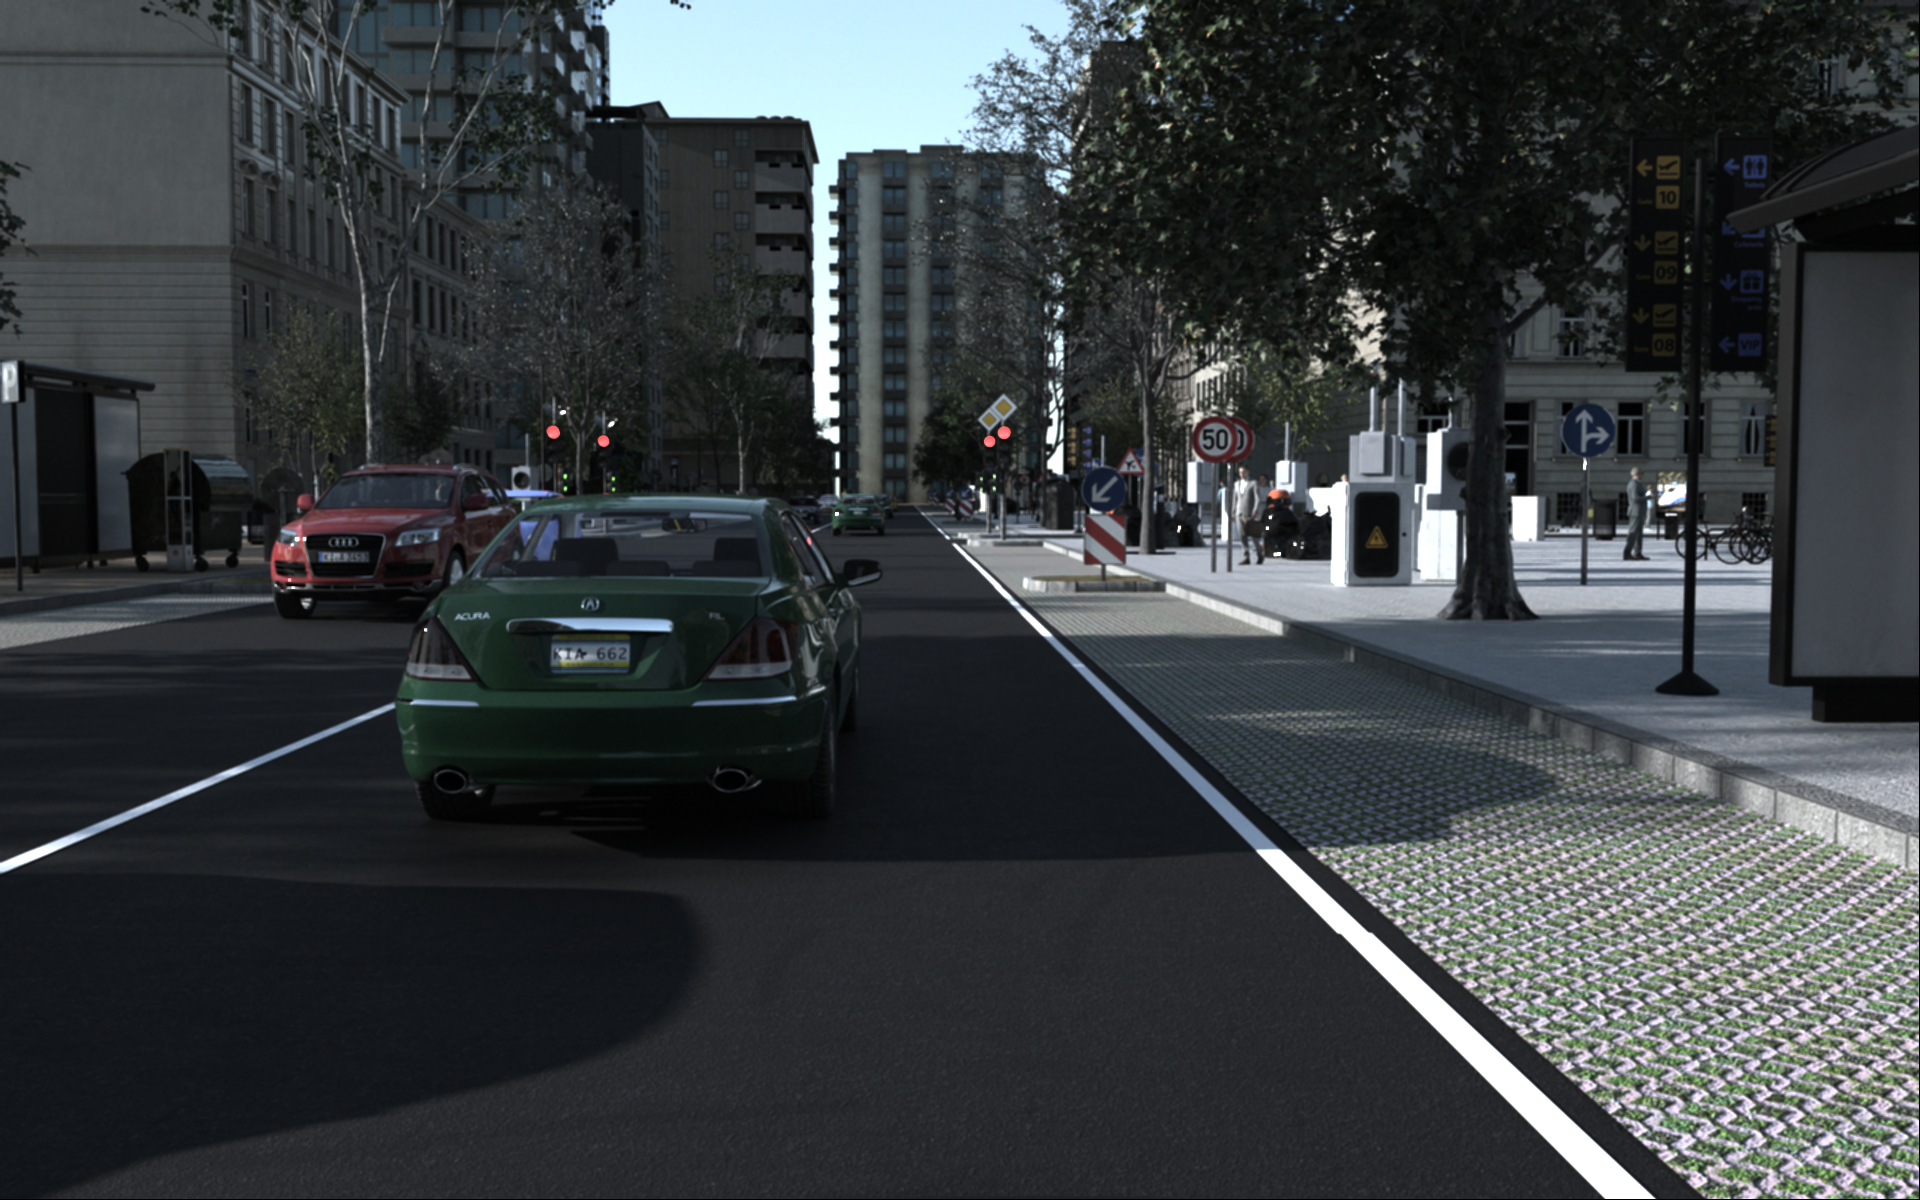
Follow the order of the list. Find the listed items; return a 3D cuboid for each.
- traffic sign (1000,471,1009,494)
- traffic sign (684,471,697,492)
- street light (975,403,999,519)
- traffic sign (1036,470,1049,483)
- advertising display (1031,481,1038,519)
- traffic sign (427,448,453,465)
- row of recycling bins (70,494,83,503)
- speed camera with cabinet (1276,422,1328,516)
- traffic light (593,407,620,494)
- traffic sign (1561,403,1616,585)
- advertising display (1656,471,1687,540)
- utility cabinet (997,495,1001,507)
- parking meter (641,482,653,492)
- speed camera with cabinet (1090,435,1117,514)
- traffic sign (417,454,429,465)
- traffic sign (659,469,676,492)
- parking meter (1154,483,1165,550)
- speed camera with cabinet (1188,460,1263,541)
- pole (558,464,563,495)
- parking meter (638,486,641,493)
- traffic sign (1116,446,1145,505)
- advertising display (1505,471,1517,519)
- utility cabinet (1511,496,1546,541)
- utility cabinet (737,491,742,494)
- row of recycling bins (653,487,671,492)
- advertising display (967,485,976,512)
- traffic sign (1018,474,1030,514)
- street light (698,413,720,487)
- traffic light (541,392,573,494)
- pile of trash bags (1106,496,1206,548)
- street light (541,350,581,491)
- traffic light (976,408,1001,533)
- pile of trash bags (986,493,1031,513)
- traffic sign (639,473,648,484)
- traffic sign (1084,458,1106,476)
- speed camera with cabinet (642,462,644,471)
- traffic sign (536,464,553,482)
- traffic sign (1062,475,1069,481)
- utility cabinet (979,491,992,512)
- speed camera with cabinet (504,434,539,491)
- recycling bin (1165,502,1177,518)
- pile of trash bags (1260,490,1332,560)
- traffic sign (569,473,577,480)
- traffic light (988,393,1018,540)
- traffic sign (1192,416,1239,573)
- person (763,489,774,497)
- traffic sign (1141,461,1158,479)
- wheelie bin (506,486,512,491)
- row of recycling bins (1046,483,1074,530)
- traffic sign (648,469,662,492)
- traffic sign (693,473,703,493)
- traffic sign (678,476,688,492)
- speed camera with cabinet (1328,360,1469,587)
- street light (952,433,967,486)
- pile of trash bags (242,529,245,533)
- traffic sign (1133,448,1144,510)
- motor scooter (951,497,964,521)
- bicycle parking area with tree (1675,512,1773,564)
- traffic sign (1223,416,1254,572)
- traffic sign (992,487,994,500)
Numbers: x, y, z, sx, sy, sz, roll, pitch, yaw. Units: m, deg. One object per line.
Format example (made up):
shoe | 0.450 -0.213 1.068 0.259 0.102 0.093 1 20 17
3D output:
traffic sign | 2.286 -5.769 94.431 0.768 2.556 0.104 0 4 5
traffic sign | -15.004 -5.893 96.458 0.768 2.556 0.104 0 4 0
street light | 1.312 -7.095 88.552 1.470 5.913 1.316 0 4 -2
traffic sign | 4.137 -5.130 83.872 0.884 2.594 0.081 0 4 5
advertising display | 4.086 -5.076 88.208 0.974 1.923 0.123 -1 4 -21
traffic sign | -14.526 -2.952 48.379 0.768 2.556 0.104 0 4 7
row of recycling bins | -20.655 -2.239 43.719 3.534 1.692 1.069 0 4 -1
speed camera with cabinet | 9.572 -3.231 47.162 0.660 3.252 2.038 -3 5 -39
traffic light | -11.421 -4.096 55.898 0.839 4.253 0.868 0 4 -2
traffic sign | 8.830 -1.488 24.437 0.768 2.556 0.104 0 4 -1
advertising display | 19.840 -2.631 48.236 0.123 1.923 0.974 -2 4 -32
utility cabinet | 2.518 -6.246 113.289 0.306 1.237 1.020 0 4 5
parking meter | -15.248 -4.836 84.781 0.399 1.863 0.255 2 4 27
speed camera with cabinet | 4.830 -3.883 57.826 0.660 3.252 2.038 1 4 16
traffic sign | -16.837 -3.347 54.834 0.768 2.556 0.104 0 4 7
traffic sign | -15.223 -5.507 90.047 0.884 2.594 0.081 0 4 7
parking meter | 4.548 -1.937 40.078 0.372 1.533 0.369 0 3 0
speed camera with cabinet | 7.227 -3.229 47.130 2.038 3.252 0.660 -1 4 -19
pole | -13.349 -3.910 57.773 0.158 3.312 0.155 0 3 0
parking meter | -16.160 -5.034 88.018 0.399 1.863 0.255 -3 4 -36
traffic sign | 4.621 -2.882 47.119 0.884 2.594 0.081 0 4 2
advertising display | 15.307 -2.687 49.154 0.974 1.923 0.123 -1 4 -10
utility cabinet | 15.619 -2.229 47.609 0.306 1.237 1.020 -2 4 -25
utility cabinet | -15.844 -7.078 124.400 0.318 1.500 1.173 -1 4 -10
row of recycling bins | -17.268 -5.479 96.695 1.069 1.692 3.534 1 4 20
advertising display | 0.828 -7.466 127.280 0.123 1.923 0.974 -3 5 -40
traffic sign | 4.090 -6.714 109.886 0.768 2.556 0.104 0 4 4
street light | -14.376 -7.737 99.034 1.470 5.913 1.316 0 4 -2
traffic light | -11.157 -3.608 47.918 0.839 4.253 0.868 0 4 -2
pile of trash bags | 4.570 -2.034 43.013 1.912 1.369 3.447 -2 4 -28
street light | -12.948 -5.109 56.075 1.470 5.913 1.316 0 4 -2
traffic light | 0.933 -4.122 56.321 0.839 4.253 0.868 0 4 -2
pile of trash bags | 3.487 -6.461 115.394 3.447 1.369 1.912 -1 4 -10
traffic sign | -18.957 -6.309 103.257 0.768 2.556 0.104 0 4 4
traffic sign | 4.779 -3.746 61.351 0.768 2.556 0.104 0 4 5
speed camera with cabinet | -19.693 -6.849 106.312 0.660 3.252 2.038 -1 4 -16
traffic sign | -17.389 -4.419 72.351 0.768 2.556 0.104 0 4 7
traffic sign | 5.332 -5.359 89.756 0.606 2.300 0.079 0 4 1
utility cabinet | 1.800 -6.858 120.800 0.318 1.500 1.173 -2 4 -35
speed camera with cabinet | -14.848 -3.816 56.735 2.038 3.252 0.660 1 4 16
recycling bin | 6.781 -2.734 57.256 0.722 1.027 0.722 1 4 14
pile of trash bags | 6.986 -1.554 35.161 1.912 1.369 3.447 -1 4 -12
traffic sign | -18.670 -5.018 84.167 0.606 2.300 0.079 0 4 3
traffic light | 1.197 -3.634 48.341 0.839 4.253 0.868 0 4 -2
traffic sign | 4.152 -1.723 28.273 0.768 2.556 0.104 0 4 1
person | -19.681 -10.493 177.619 1.348 1.823 0.705 -3 4 -38
traffic sign | 6.566 -3.716 60.858 0.768 2.556 0.104 0 4 1
wheelie bin | -17.899 -3.716 68.669 0.693 1.594 0.980 -1 4 -8
row of recycling bins | 3.607 -3.433 63.241 1.069 1.692 3.534 0 4 1
traffic sign | -15.474 -5.369 87.888 0.768 2.556 0.104 0 4 8
traffic sign | -15.920 -6.389 104.459 0.884 2.594 0.081 0 4 0
traffic sign | -19.246 -7.336 119.944 0.884 2.594 0.081 0 4 0
speed camera with cabinet | 6.297 -1.830 24.253 2.038 3.252 0.660 0 4 -7
street light | -0.074 -9.717 131.407 1.470 5.913 1.316 0 4 -2
pile of trash bags | -24.594 -2.900 57.165 1.912 1.369 3.447 0 4 -8
traffic sign | 4.956 -2.918 47.812 0.768 2.556 0.104 0 4 4
motor scooter | -0.060 -4.592 87.857 0.815 1.314 1.986 0 4 -1
bicycle parking area with tree | 17.836 -2.638 30.137 9.016 4.147 8.231 1 4 11
traffic sign | 4.442 -1.735 28.478 0.768 2.556 0.104 0 4 -1
traffic sign | 2.309 -7.483 124.469 0.606 2.300 0.079 0 4 7
